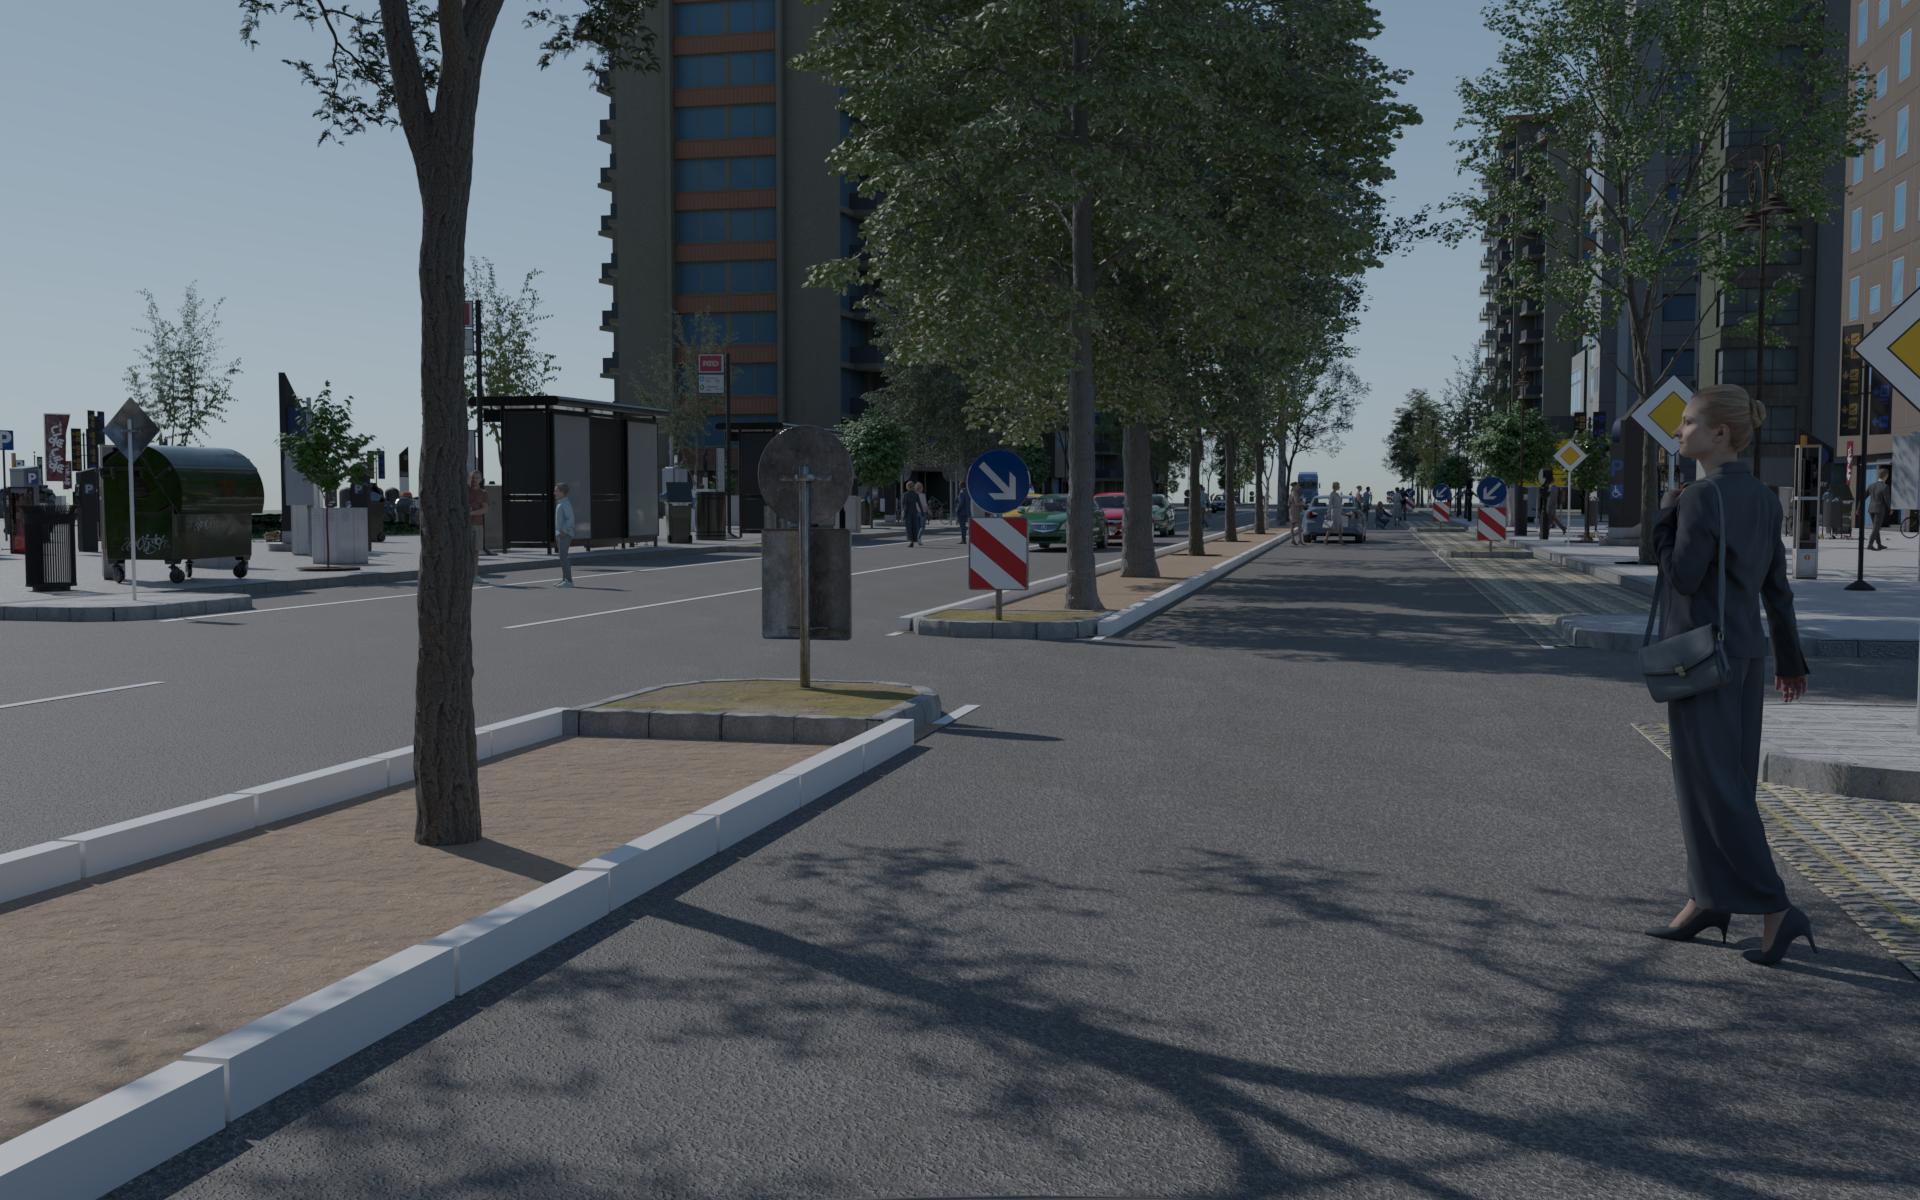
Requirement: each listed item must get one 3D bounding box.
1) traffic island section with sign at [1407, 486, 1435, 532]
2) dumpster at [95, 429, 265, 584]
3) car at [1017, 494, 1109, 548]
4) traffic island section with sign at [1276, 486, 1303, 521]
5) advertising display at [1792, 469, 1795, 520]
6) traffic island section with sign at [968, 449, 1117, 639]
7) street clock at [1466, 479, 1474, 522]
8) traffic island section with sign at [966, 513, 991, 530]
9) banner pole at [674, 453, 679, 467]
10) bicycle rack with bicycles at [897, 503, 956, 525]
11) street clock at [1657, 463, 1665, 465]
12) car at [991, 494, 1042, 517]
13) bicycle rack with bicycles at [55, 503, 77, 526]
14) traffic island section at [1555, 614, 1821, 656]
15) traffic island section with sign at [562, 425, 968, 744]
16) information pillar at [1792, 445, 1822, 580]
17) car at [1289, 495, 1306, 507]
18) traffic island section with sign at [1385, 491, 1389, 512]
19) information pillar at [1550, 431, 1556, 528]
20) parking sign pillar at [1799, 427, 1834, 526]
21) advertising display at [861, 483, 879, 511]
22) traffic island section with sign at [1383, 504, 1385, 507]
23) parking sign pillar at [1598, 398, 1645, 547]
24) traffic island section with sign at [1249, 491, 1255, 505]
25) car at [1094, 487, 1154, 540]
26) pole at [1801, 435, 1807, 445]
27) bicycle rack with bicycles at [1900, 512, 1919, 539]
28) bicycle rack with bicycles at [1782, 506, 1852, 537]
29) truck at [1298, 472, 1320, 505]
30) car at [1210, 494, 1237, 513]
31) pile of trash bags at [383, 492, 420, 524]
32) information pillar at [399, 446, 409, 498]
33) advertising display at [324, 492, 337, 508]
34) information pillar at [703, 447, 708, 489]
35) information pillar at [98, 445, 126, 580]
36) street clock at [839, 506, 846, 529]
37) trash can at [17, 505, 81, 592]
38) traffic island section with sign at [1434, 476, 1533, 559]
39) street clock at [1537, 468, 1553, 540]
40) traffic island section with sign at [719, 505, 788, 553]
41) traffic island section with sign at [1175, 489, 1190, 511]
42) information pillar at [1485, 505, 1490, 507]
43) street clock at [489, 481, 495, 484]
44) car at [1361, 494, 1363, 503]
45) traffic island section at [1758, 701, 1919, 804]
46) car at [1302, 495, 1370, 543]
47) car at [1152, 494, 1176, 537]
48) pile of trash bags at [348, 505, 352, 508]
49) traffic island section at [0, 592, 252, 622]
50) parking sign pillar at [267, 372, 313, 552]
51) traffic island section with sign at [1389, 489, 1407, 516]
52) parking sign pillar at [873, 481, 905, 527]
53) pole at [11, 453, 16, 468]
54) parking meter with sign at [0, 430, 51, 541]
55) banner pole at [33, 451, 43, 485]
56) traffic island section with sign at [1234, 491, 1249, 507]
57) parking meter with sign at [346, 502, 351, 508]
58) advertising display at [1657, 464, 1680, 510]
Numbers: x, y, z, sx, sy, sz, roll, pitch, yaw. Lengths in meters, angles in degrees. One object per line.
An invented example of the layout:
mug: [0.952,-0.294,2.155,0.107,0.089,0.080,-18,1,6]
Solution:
traffic island section with sign: [18.073,-3.483,65.578,1.989,1.847,2.006,1,4,13]
dumpster: [-11.530,-1.415,25.623,1.502,2.255,1.985,1,4,13]
car: [2.662,-2.015,44.737,2.131,1.459,4.920,1,4,15]
traffic island section with sign: [17.721,-5.085,91.282,2.006,1.907,1.989,1,4,13]
advertising display: [20.353,-2.229,41.661,0.974,1.923,0.123,-2,4,-35]
traffic island section with sign: [0.536,-0.611,18.127,2.006,1.907,1.989,1,4,13]
street clock: [23.837,-4.672,80.959,0.358,2.002,0.471,1,4,22]
traffic island section with sign: [1.422,-3.722,69.487,1.989,1.847,2.006,1,4,13]
banner pole: [-15.904,-6.564,97.344,0.401,3.779,0.863,-2,4,-32]
bicycle rack with bicycles: [-1.537,-3.652,73.089,2.925,0.926,2.852,-3,5,-45]
street clock: [16.076,-2.160,39.883,0.358,2.002,0.471,1,4,16]
car: [2.085,-2.853,56.865,2.015,1.641,3.980,1,4,14]
bicycle rack with bicycles: [-36.380,-3.412,69.164,2.852,0.926,2.925,1,4,22]
traffic island section: [6.977,0.325,16.966,2.009,0.180,2.903,1,4,13]
traffic island section with sign: [-1.169,-0.170,10.918,2.006,1.907,1.989,1,4,13]
information pillar: [12.725,-1.318,26.036,0.304,2.012,0.304,1,4,15]
car: [37.472,-11.025,192.615,2.083,1.381,4.827,1,4,13]
traffic island section with sign: [35.654,-8.055,140.326,1.989,1.847,2.006,1,4,13]
information pillar: [22.267,-4.499,64.919,0.183,3.616,0.504,1,4,17]
parking sign pillar: [34.127,-4.935,69.151,1.447,3.967,1.447,3,5,40]
advertising display: [-4.842,-5.362,92.885,0.974,1.923,0.123,-1,4,-21]
traffic island section with sign: [48.375,-11.364,194.434,1.989,1.847,2.006,1,4,13]
parking sign pillar: [16.640,-3.331,42.939,1.447,3.967,1.447,-3,4,-39]
traffic island section with sign: [37.899,-13.212,224.642,1.989,1.847,2.006,1,4,13]
car: [4.483,-2.475,49.509,2.155,1.783,4.494,1,4,12]
pole: [29.364,-4.068,60.352,0.158,3.312,0.155,0,3,0]
bicycle rack with bicycles: [28.430,-2.200,49.346,2.925,0.926,2.852,1,4,18]
bicycle rack with bicycles: [25.774,-2.399,52.613,2.852,0.926,2.925,1,4,16]
truck: [43.309,-13.791,215.237,2.967,4.110,18.799,1,4,12]
car: [19.901,-7.394,130.679,2.009,1.686,4.222,1,4,11]
pile of trash bags: [-21.402,-3.452,66.196,1.912,1.369,3.447,-1,4,-8]
information pillar: [-27.154,-5.706,84.655,0.504,3.616,0.183,-3,5,-42]
advertising display: [-33.567,-5.333,92.402,0.974,1.923,0.123,3,4,36]
information pillar: [-12.673,-5.800,86.177,0.183,3.616,0.504,1,4,12]
information pillar: [-12.705,-1.312,25.947,0.304,2.012,0.304,-2,4,-30]
street clock: [-3.710,-3.061,54.617,0.471,2.002,0.358,-1,4,-16]
trash can: [-12.067,-0.692,22.974,0.748,1.137,0.748,0,3,0]
traffic island section with sign: [11.908,-1.878,39.335,1.989,1.847,2.006,1,4,13]
street clock: [16.448,-2.701,48.730,0.358,2.002,0.471,-1,4,-10]
traffic island section with sign: [-4.754,-2.117,43.246,1.989,1.847,2.006,1,4,13]
traffic island section with sign: [19.031,-8.306,144.426,1.989,1.847,2.006,1,4,13]
information pillar: [24.461,-4.626,80.128,0.304,2.012,0.304,2,4,29]
street clock: [-25.676,-5.535,95.075,0.358,2.002,0.471,0,4,4]
car: [56.711,-14.235,244.746,2.014,1.417,4.499,1,4,12]
traffic island section: [5.150,0.801,9.192,2.009,0.180,2.903,1,4,13]
car: [11.281,-2.449,52.052,2.014,1.417,4.499,1,4,15]
car: [6.362,-2.917,59.492,2.131,1.459,4.920,1,4,12]
pile of trash bags: [-24.466,-3.669,69.740,3.447,1.369,1.912,-2,4,-23]
traffic island section: [-10.002,0.082,20.947,2.009,0.180,2.903,1,4,13]
parking sign pillar: [-14.877,-3.092,39.030,1.447,3.967,1.447,0,4,-2]
traffic island section with sign: [29.487,-6.450,114.082,1.989,1.847,2.006,1,4,13]
parking sign pillar: [-2.762,-4.905,68.674,1.447,3.967,1.447,0,3,0]
pole: [-46.798,-5.620,85.730,0.158,3.312,0.155,0,3,0]
parking meter with sign: [-25.287,-3.090,46.786,1.738,3.016,0.543,2,4,28]
banner pole: [-53.966,-6.813,101.404,0.401,3.779,0.863,1,4,14]
traffic island section with sign: [31.721,-11.607,198.402,1.989,1.847,2.006,1,4,13]
parking meter with sign: [-33.395,-6.100,96.003,0.543,3.016,1.738,1,4,11]
advertising display: [15.519,-2.007,38.023,0.974,1.923,0.123,-3,5,-43]
